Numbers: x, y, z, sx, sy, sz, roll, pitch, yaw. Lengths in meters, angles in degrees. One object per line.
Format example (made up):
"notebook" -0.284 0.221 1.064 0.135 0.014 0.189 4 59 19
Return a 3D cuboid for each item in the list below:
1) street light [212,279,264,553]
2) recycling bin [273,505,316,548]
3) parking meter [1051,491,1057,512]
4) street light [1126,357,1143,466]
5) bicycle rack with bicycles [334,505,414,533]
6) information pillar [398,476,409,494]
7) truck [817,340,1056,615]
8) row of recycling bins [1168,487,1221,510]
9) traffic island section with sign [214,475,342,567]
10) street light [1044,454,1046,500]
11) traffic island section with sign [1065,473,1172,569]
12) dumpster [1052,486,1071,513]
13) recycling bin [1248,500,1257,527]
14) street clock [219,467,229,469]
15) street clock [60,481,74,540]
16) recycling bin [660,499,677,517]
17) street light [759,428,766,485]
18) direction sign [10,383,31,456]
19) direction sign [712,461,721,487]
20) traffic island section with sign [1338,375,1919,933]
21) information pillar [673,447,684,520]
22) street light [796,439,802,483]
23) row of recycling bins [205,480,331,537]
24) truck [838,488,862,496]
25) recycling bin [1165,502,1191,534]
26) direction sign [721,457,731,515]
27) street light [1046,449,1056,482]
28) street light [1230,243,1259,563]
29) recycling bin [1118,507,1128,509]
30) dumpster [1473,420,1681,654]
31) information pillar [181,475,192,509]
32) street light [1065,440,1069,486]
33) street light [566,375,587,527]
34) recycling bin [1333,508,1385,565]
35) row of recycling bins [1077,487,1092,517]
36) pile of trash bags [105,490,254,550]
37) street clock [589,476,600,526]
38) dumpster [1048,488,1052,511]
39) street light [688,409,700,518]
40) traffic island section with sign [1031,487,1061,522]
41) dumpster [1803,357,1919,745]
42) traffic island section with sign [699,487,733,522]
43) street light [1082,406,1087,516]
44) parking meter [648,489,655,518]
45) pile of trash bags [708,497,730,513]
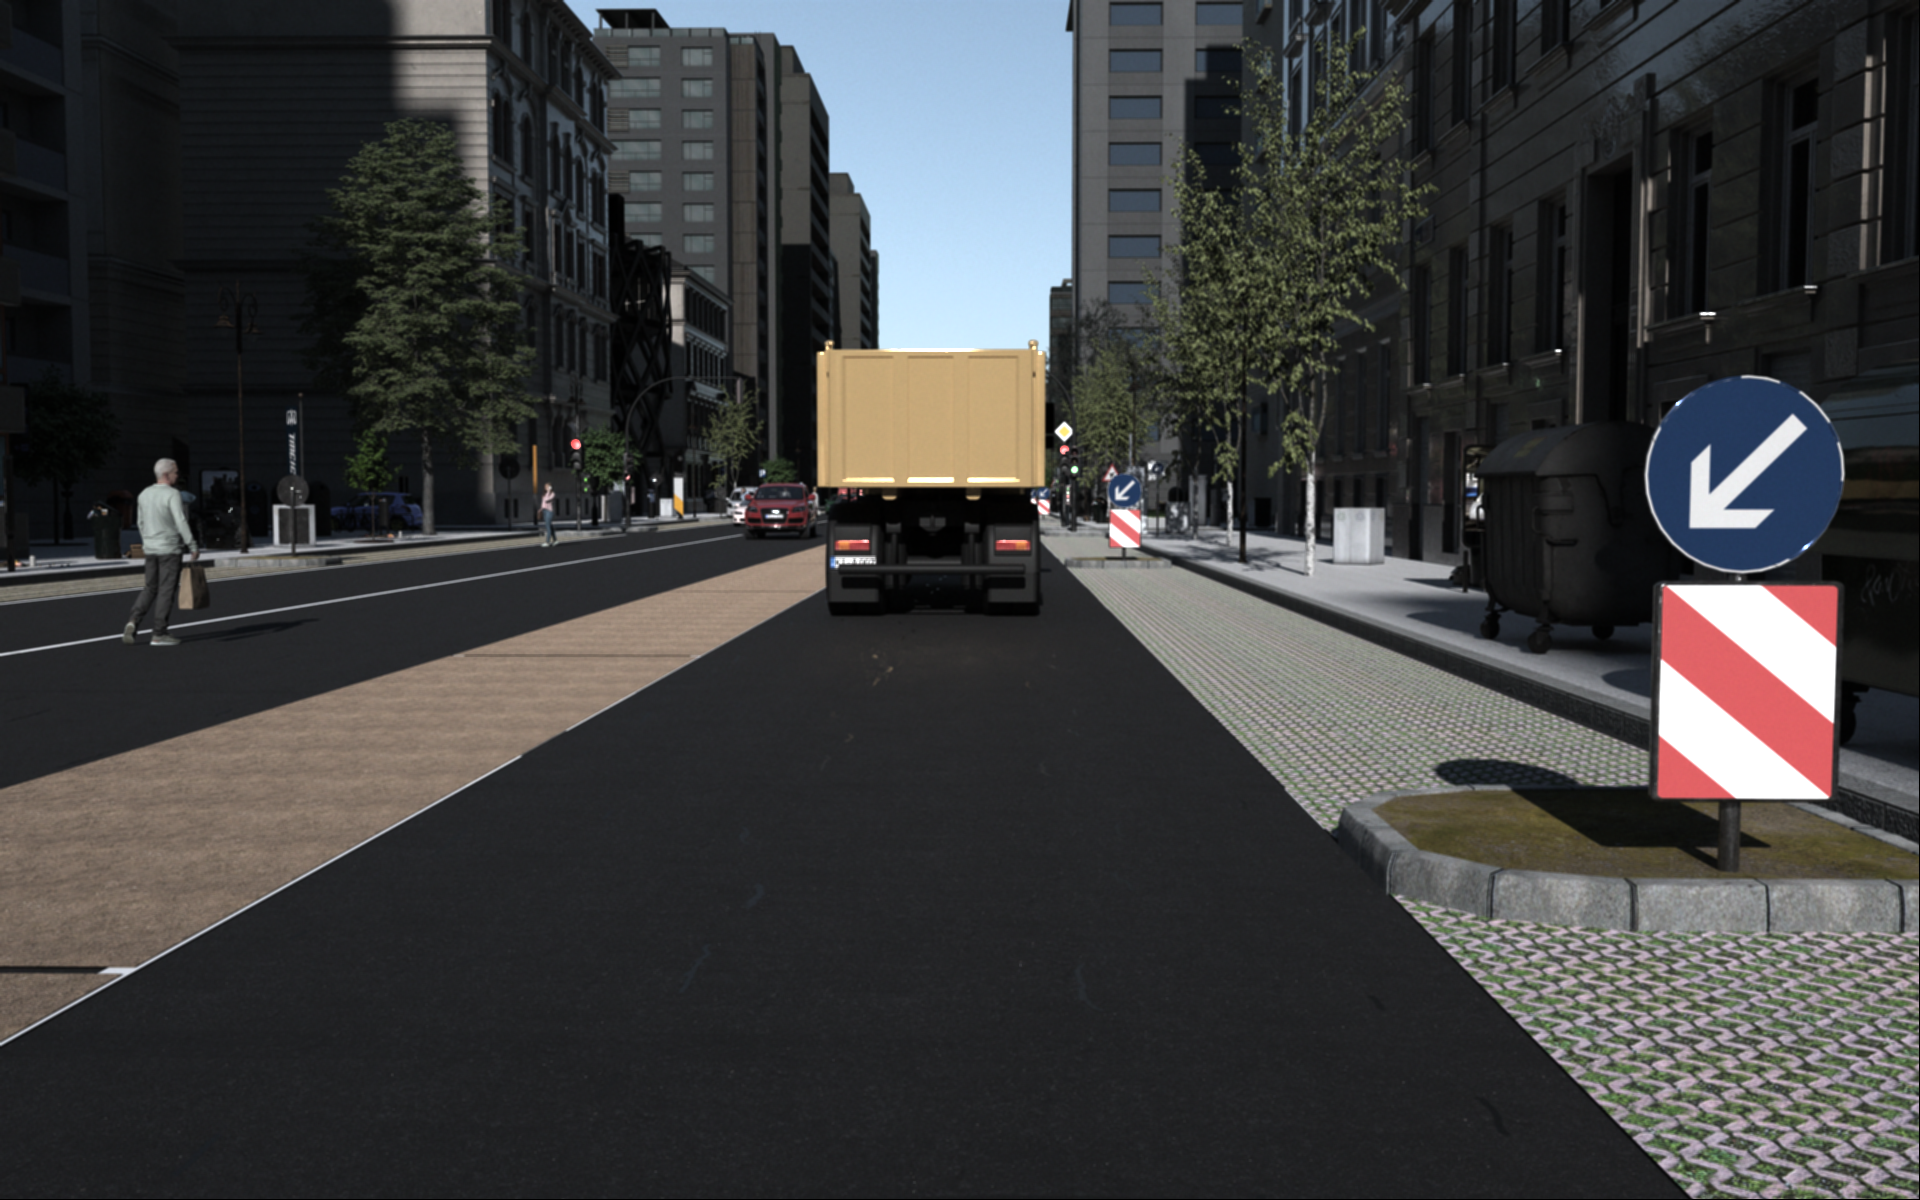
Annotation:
"street light" -15.538 -3.954 37.432 0.468 5.910 1.993 0 4 1
"recycling bin" -15.995 -1.778 41.622 0.722 1.027 0.722 3 4 36
"parking meter" 6.687 -7.020 123.194 0.372 1.533 0.369 0 3 0
"street light" 5.894 -5.248 58.598 0.468 5.910 1.993 0 4 1
"bicycle rack with bicycles" -19.963 -2.753 58.389 2.852 0.926 2.925 2 4 24
"information pillar" -22.447 -4.001 69.913 0.304 2.012 0.304 1 4 21
"truck" -0.257 -1.722 24.078 3.469 3.379 9.791 0 4 1
"row of recycling bins" 13.332 -5.441 96.075 3.534 1.692 1.069 0 4 2
"traffic island section with sign" -13.575 -1.598 34.757 1.989 1.847 2.006 0 4 1
"street light" 8.026 -11.725 164.488 0.468 5.910 1.993 0 4 1
"traffic island section with sign" 3.073 -1.556 34.065 1.989 1.847 2.006 0 4 1
"dumpster" 7.033 -6.807 117.046 1.264 1.857 1.865 0 4 1
"recycling bin" 11.888 -3.433 68.680 0.722 1.027 0.722 2 4 32
"street clock" -19.749 -2.568 46.549 0.471 2.002 0.358 -1 4 -22
"street clock" -25.094 -2.699 48.697 0.471 2.002 0.358 3 4 38
"recycling bin" -16.162 -5.100 95.939 0.722 1.027 0.722 1 4 14
"street light" -13.848 -9.065 120.993 0.468 5.910 1.993 0 4 1
"direction sign" -19.433 -2.652 35.357 0.876 3.537 0.379 -1 4 -12
"direction sign" -16.598 -7.771 119.052 0.876 3.537 0.379 -2 4 -32
"traffic island section with sign" 2.530 0.126 6.572 1.989 1.847 2.006 0 4 1
"information pillar" -14.136 -5.851 87.016 0.504 3.616 0.183 -2 4 -27
"street light" -13.436 -10.480 144.127 0.468 5.910 1.993 0 4 1
"row of recycling bins" -20.919 -2.770 52.397 3.534 1.692 1.069 -2 4 -25
"truck" -4.978 -6.305 91.993 2.839 4.237 11.283 0 3 0
"recycling bin" 7.042 -2.654 55.947 0.722 1.027 0.722 1 4 15
"direction sign" -14.075 -6.939 105.448 0.379 3.537 0.876 0 4 4
"street light" 7.543 -10.314 141.423 0.468 5.910 1.993 0 4 1
"street light" 5.278 -3.632 32.166 0.468 5.910 1.993 0 4 1
"recycling bin" 10.700 -6.076 111.901 0.722 1.027 0.722 -1 4 -21
"dumpster" 5.168 -0.535 14.507 1.264 1.857 1.865 0 4 1
"information pillar" -30.344 -3.883 67.976 0.304 2.012 0.304 -1 4 -11
"street light" 6.972 -8.697 114.990 0.468 5.910 1.993 0 4 1
"street light" -14.937 -5.798 67.585 0.468 5.910 1.993 0 4 1
"recycling bin" 7.303 -1.172 31.710 0.722 1.027 0.722 3 4 38
"row of recycling bins" 6.965 -5.572 98.213 1.069 1.692 3.534 0 4 0
"pile of trash bags" -18.398 -1.897 40.771 3.447 1.369 1.912 0 4 3
"street clock" -14.696 -3.982 69.669 0.358 2.002 0.471 -3 5 -45
"dumpster" 7.288 -7.667 131.107 1.264 1.857 1.865 0 4 1
"street light" -14.510 -7.448 94.562 0.468 5.910 1.993 0 4 1
"traffic island section with sign" 4.155 -4.902 88.771 1.989 1.847 2.006 0 4 1
"dumpster" 4.974 -0.337 8.005 1.502 2.255 1.985 0 4 1
"traffic island section with sign" -12.486 -4.998 90.337 1.989 1.847 2.006 0 4 1
"street light" 6.428 -7.081 88.556 0.468 5.910 1.993 0 4 1
"parking meter" -16.268 -5.069 91.288 0.372 1.533 0.369 0 3 0
"pile of trash bags" -15.607 -6.526 116.451 1.912 1.369 3.447 1 4 13
